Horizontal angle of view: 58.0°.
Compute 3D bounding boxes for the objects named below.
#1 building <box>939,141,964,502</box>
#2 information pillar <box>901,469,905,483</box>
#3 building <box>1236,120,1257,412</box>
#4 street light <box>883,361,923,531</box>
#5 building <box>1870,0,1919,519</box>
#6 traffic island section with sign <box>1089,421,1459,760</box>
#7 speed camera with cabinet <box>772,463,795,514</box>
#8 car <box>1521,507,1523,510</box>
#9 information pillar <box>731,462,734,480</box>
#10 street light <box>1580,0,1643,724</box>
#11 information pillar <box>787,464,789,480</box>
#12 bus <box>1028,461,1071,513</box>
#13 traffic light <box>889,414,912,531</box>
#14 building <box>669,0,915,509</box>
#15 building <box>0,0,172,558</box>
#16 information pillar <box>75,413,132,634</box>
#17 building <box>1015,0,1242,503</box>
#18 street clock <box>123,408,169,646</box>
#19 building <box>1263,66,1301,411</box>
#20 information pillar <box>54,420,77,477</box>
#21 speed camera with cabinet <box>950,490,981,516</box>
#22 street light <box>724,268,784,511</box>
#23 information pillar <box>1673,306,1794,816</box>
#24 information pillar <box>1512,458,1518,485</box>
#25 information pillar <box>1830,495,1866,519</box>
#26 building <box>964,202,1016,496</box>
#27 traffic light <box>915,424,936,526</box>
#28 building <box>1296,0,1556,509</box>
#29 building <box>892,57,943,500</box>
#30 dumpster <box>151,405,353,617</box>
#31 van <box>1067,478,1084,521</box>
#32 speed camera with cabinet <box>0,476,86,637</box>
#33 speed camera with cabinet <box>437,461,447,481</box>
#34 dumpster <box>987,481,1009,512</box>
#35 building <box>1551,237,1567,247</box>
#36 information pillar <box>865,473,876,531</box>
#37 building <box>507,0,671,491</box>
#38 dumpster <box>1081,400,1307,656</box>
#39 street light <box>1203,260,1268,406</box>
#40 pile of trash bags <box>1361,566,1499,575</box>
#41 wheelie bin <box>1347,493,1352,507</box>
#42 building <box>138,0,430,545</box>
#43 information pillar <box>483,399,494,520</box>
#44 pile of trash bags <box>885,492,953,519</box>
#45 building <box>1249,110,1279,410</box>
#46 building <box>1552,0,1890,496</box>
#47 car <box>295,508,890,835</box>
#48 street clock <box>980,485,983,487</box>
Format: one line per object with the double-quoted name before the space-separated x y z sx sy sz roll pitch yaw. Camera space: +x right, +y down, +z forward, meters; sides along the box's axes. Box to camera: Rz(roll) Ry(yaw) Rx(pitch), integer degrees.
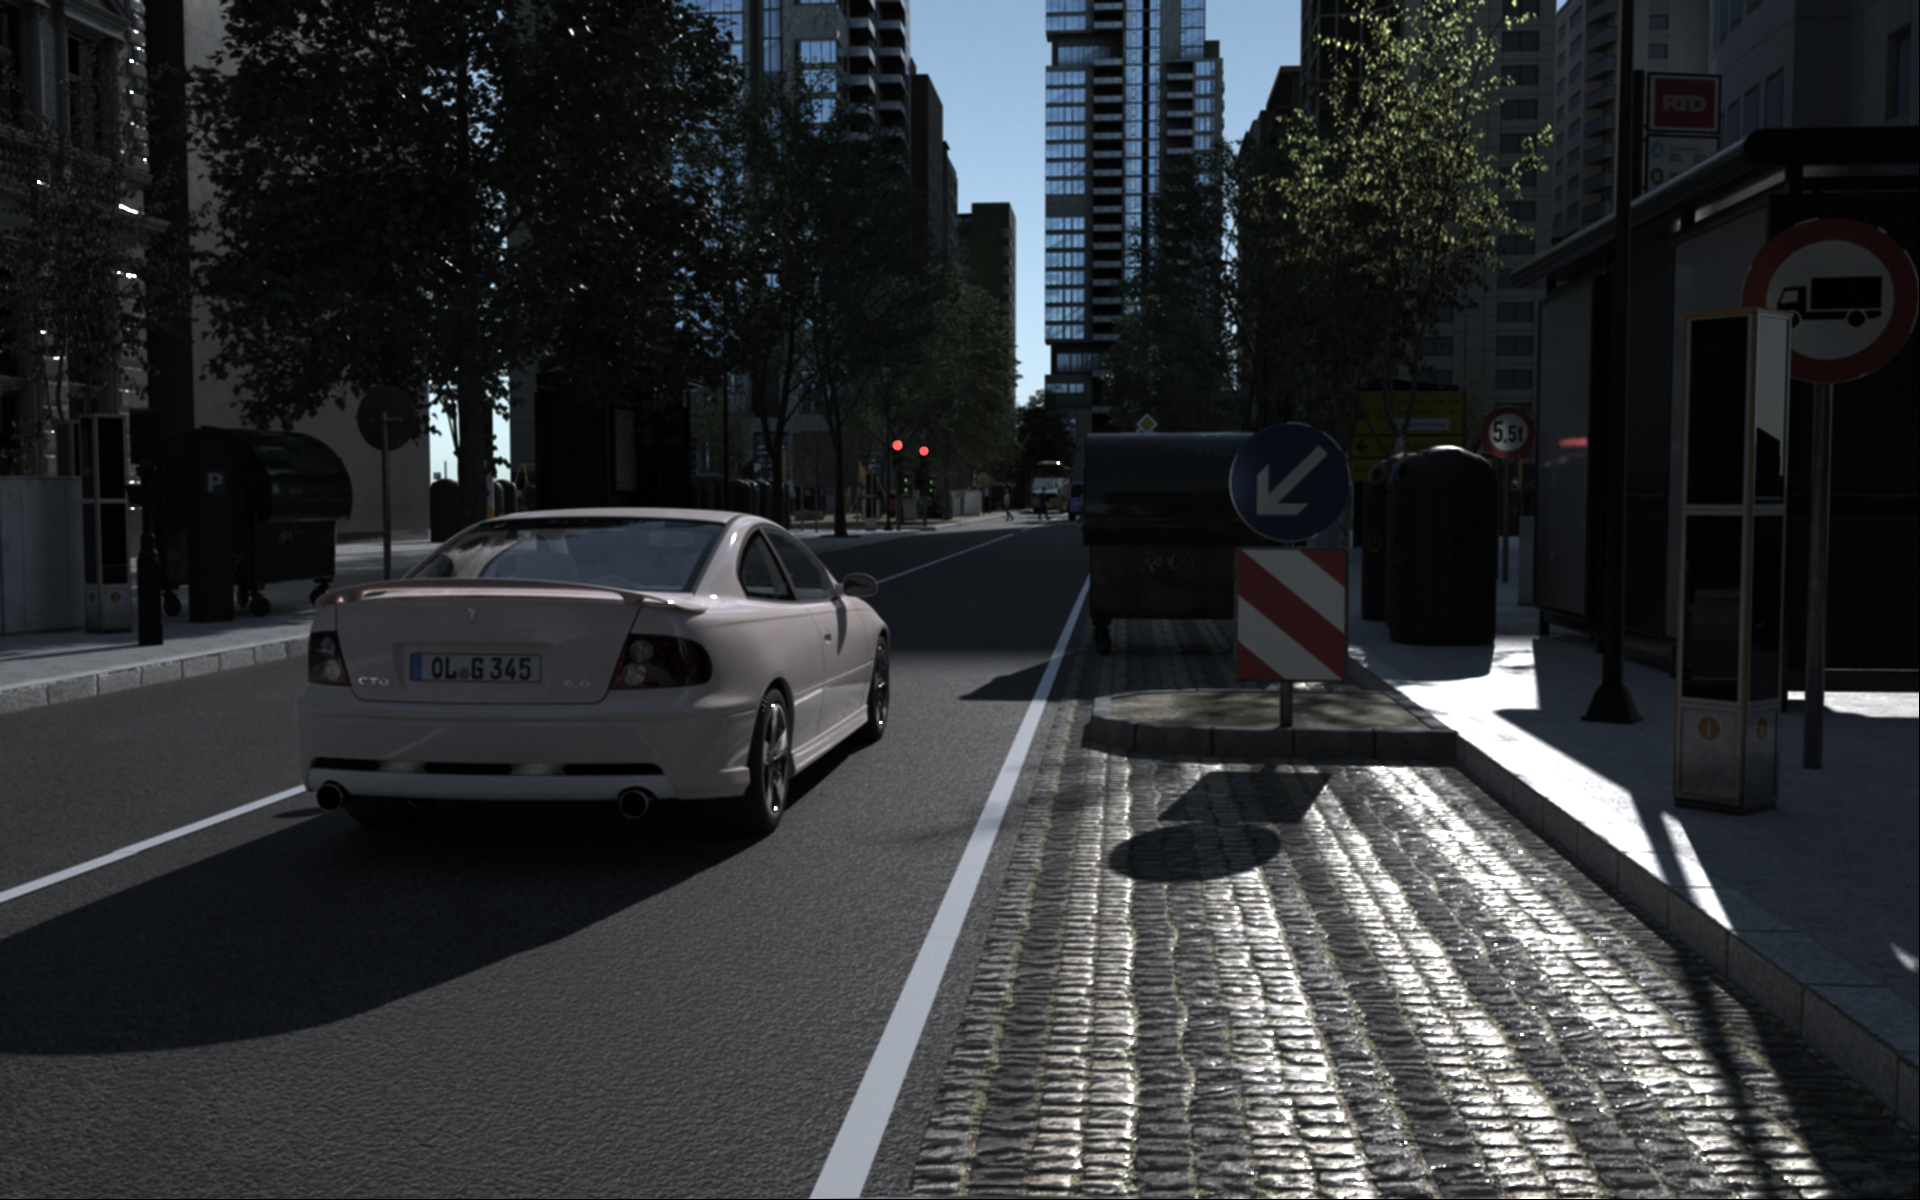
"building" -7.540 -31.760 202.874 14.086 41.232 14.154 0 4 5
"information pillar" -4.494 -8.856 136.157 0.183 3.616 0.504 -3 5 -44
"building" 53.452 -40.247 247.277 27.495 52.752 28.713 0 4 5
"street light" -1.979 -5.385 60.586 1.470 5.913 1.316 0 4 5
"building" 25.918 -29.941 31.535 21.231 58.520 28.212 0 4 5
"traffic island section with sign" 1.776 -0.101 10.288 1.989 1.847 2.006 0 4 5
"speed camera with cabinet" -11.000 -7.038 109.406 0.660 3.252 2.038 3 5 42
"car" 21.879 -3.205 61.192 4.718 1.807 1.959 0 4 7
"information pillar" -16.680 -8.299 127.048 0.183 3.616 0.504 0 4 5
"street light" 3.164 -2.274 9.714 1.470 5.913 1.316 0 4 5
"information pillar" -13.218 -8.669 133.099 0.183 3.616 0.504 0 4 6
"bus" 6.986 -8.613 132.365 2.896 3.916 12.252 0 4 6
"traffic light" -2.131 -4.391 60.712 0.839 4.253 0.868 0 4 5
"building" -15.177 -51.775 159.190 22.319 86.520 31.000 0 4 5
"building" -22.185 -12.069 26.200 11.050 23.489 19.941 0 4 5
"information pillar" -7.883 -0.703 15.980 0.304 2.012 0.304 3 4 38
"building" 24.059 -57.090 246.096 31.000 86.520 22.319 0 4 5
"street clock" -6.908 -0.621 14.724 0.358 2.002 0.471 -2 4 -26
"building" 42.452 -31.865 175.610 22.147 44.769 28.867 0 4 5
"information pillar" -8.835 -0.789 17.393 0.304 2.012 0.304 2 4 35
"speed camera with cabinet" 0.222 -6.616 102.504 2.038 3.252 0.660 1 4 9
"street light" -4.310 -3.867 35.768 1.470 5.913 1.316 0 4 5
"information pillar" 3.132 -0.155 7.029 0.304 2.012 0.304 -3 4 -38
"information pillar" 33.272 -6.863 103.559 0.504 3.616 0.183 0 4 -3
"information pillar" 8.656 -0.758 16.892 0.304 2.012 0.304 2 4 31
"building" 0.615 -34.361 245.396 14.086 41.232 14.154 0 4 5
"traffic light" -1.378 -4.877 68.661 0.839 4.253 0.868 0 4 5
"building" 38.642 -43.554 150.360 20.563 71.187 20.611 0 4 5
"building" -9.409 -32.566 182.561 14.600 45.320 14.200 0 4 5
"dumpster" -7.737 -0.999 18.829 1.502 2.255 1.985 0 4 5
"van" 6.989 -5.570 95.448 2.240 2.365 5.245 0 4 6
"speed camera with cabinet" -8.874 -1.294 15.493 0.660 3.252 2.038 1 4 22
"speed camera with cabinet" -30.595 -6.758 104.822 0.660 3.252 2.038 3 5 43
"dumpster" 2.774 -7.627 127.194 1.502 2.255 1.985 0 4 5
"building" 60.383 -25.994 196.711 14.107 30.474 14.160 0 4 5
"information pillar" -3.114 -3.420 60.401 0.304 2.012 0.304 2 4 23
"building" -39.312 -46.694 201.692 20.611 71.187 20.563 0 4 5
"dumpster" 2.087 -0.653 15.634 1.985 2.255 1.502 0 4 5
"street light" 5.509 -3.782 34.377 1.470 5.913 1.316 0 4 5
"pile of trash bags" 8.115 -1.178 29.005 1.912 1.369 3.447 0 4 -7
"wheelie bin" 12.833 -3.102 58.619 0.980 1.594 0.693 -2 4 -33
"building" -27.373 -15.325 44.064 24.014 27.812 14.314 0 4 5
"information pillar" -11.358 -3.055 41.306 0.504 3.616 0.183 0 4 -2
"pile of trash bags" -2.175 -4.878 89.501 3.447 1.369 1.912 -1 4 -16
"building" 40.523 -33.490 197.669 14.600 45.320 14.200 0 4 5
"building" 81.593 -39.629 189.933 28.212 58.520 21.231 0 4 5
"car" -1.531 0.221 8.743 2.083 1.381 4.827 0 4 7
"street clock" 1.767 -8.131 137.518 0.358 2.002 0.471 -1 4 -8
